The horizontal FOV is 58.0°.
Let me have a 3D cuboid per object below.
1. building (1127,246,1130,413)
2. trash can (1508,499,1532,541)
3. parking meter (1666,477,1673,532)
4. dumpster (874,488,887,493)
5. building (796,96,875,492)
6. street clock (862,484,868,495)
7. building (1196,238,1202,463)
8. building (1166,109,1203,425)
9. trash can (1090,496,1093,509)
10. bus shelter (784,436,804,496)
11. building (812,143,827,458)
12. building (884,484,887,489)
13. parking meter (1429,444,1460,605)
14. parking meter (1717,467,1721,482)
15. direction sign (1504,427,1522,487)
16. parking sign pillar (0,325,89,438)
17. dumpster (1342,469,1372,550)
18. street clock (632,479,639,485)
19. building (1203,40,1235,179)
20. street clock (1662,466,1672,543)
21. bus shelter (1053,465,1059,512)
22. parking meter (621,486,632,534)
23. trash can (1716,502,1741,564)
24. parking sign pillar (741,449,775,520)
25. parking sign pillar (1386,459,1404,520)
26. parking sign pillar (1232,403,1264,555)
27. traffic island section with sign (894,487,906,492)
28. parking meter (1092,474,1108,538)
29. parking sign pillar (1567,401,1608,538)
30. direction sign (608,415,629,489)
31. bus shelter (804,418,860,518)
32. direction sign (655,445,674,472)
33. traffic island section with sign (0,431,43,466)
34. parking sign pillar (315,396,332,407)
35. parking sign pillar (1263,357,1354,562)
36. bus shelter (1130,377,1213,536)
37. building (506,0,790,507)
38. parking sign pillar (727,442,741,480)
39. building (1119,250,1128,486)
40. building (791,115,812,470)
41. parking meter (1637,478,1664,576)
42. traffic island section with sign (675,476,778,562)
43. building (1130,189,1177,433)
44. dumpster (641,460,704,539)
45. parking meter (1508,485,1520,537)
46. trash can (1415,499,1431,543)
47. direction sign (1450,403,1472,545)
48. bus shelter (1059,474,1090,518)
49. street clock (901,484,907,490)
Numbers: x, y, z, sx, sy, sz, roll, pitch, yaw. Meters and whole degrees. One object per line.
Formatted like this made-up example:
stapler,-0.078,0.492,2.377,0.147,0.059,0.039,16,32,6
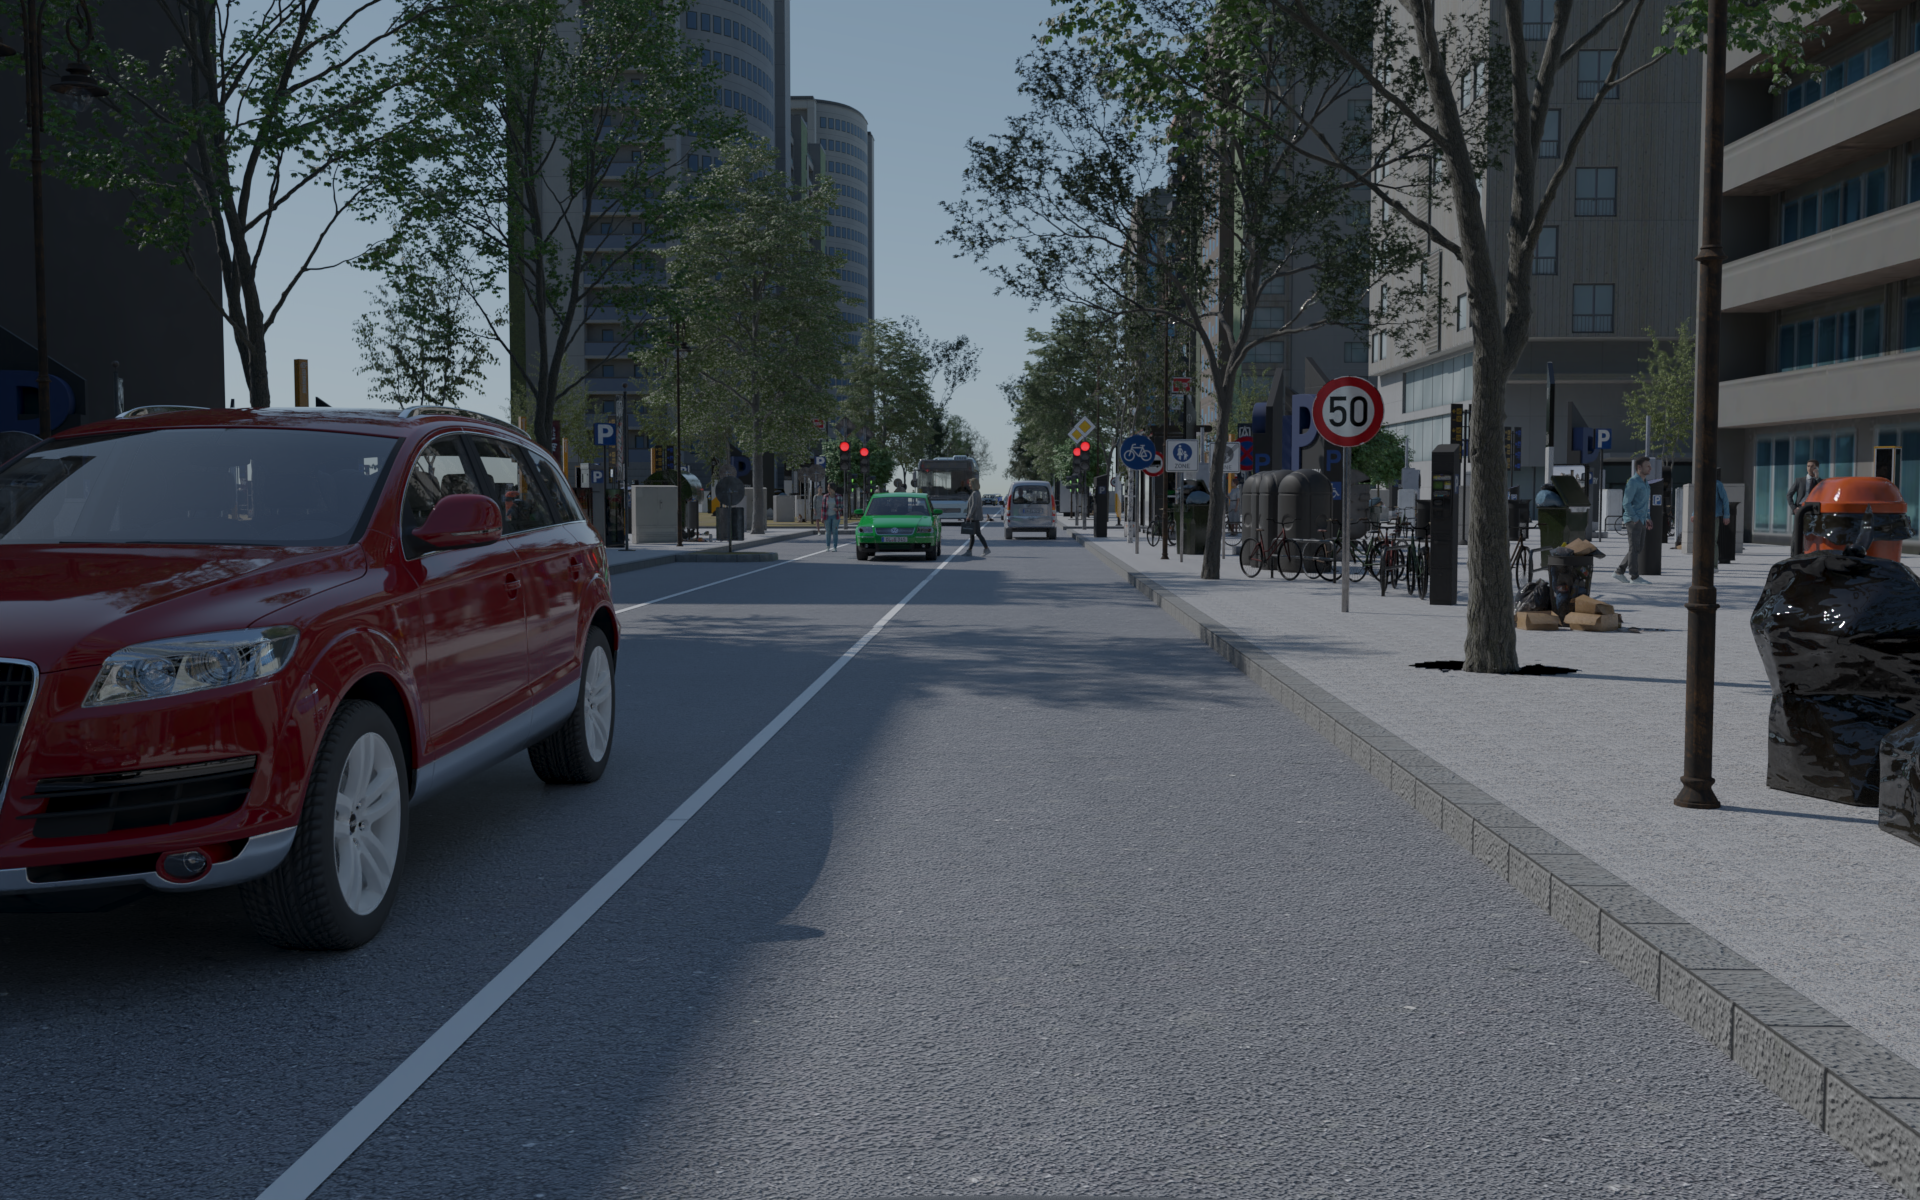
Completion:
building,32.759,-35.699,267.271,14.154,41.232,14.086,0,4,2
trash can,15.228,-2.180,47.303,0.748,1.137,0.748,0,3,0
parking meter,24.109,-3.260,59.014,0.255,1.863,0.399,2,4,28
dumpster,-6.615,-8.305,141.538,1.264,1.857,1.865,0,4,2
building,-24.289,-43.726,256.920,21.231,58.520,28.212,0,4,2
street clock,-5.090,-5.398,92.827,0.471,2.002,0.358,-1,4,-21
building,30.013,-24.359,169.974,14.160,30.474,14.107,0,4,2
building,34.227,-32.818,191.191,22.147,44.769,28.867,0,4,2
trash can,10.427,-7.595,135.826,0.748,1.137,0.748,0,3,0
bus shelter,-8.948,-7.635,102.457,2.179,5.291,8.768,0,4,2
building,-22.915,-31.370,196.492,14.154,41.232,14.086,0,4,2
building,-28.485,-36.196,283.685,32.217,40.220,23.993,0,4,2
parking meter,5.612,-0.878,20.061,0.255,1.863,0.399,2,4,27
parking meter,16.448,-1.976,38.024,0.399,1.863,0.255,-1,4,-10
direction sign,18.592,-4.058,58.353,0.876,3.537,0.379,-2,4,-34
parking sign pillar,-14.553,-2.384,27.452,1.447,3.967,1.447,-1,4,-11
dumpster,8.767,-2.096,40.025,1.264,1.857,1.865,0,4,2
street clock,-15.712,-4.849,83.843,0.358,2.002,0.471,-2,4,-27
building,29.370,-30.903,155.368,14.600,45.320,14.200,0,4,2
street clock,18.309,-2.474,45.025,0.358,2.002,0.471,1,4,11
bus shelter,7.820,-9.228,128.505,2.179,5.291,8.768,0,4,2
parking meter,-10.740,-2.901,55.834,0.372,1.533,0.369,0,3,0
trash can,14.005,-1.244,31.993,0.748,1.137,0.748,0,3,0
parking sign pillar,-9.639,-5.918,85.231,1.447,3.967,1.447,2,4,24
parking sign pillar,21.580,-5.925,85.339,1.447,3.967,1.447,-2,4,-35
parking sign pillar,6.485,-2.939,36.521,1.447,3.967,1.447,1,4,19
traffic island section with sign,-3.150,-5.159,92.971,1.989,1.847,2.006,0,4,2
parking meter,4.141,-2.783,51.210,0.399,1.863,0.255,-1,4,-16
parking sign pillar,18.287,-3.812,50.806,1.447,3.967,1.447,-3,5,-44
direction sign,-9.813,-3.535,49.800,0.876,3.537,0.379,3,5,40
bus shelter,-6.709,-7.141,94.391,2.179,5.291,8.768,0,4,2
direction sign,-13.743,-5.419,80.593,0.876,3.537,0.379,-1,4,-20
traffic island section with sign,-5.878,-0.096,10.201,1.989,1.847,2.006,0,4,2
parking sign pillar,-17.148,-3.628,47.787,1.447,3.967,1.447,0,4,5
parking sign pillar,6.903,-2.753,33.480,1.447,3.967,1.447,-1,4,-17
bus shelter,6.770,-4.844,56.829,2.179,5.291,8.768,0,4,2
building,-27.824,-37.772,159.566,21.231,58.520,28.212,0,4,2
parking sign pillar,-11.391,-6.199,89.825,1.447,3.967,1.447,-3,5,-40
building,37.989,-38.800,289.001,22.147,44.769,28.867,0,4,2
building,-23.775,-30.479,181.927,14.154,41.232,14.086,0,4,2
parking meter,10.913,-1.162,27.402,0.372,1.533,0.369,0,3,0
traffic island section with sign,-4.975,-1.756,37.344,1.989,1.847,2.006,0,4,2
building,32.161,-36.867,252.885,14.600,45.320,14.200,0,4,2
dumpster,-8.266,-2.890,49.743,1.502,2.255,1.985,0,4,2
parking meter,15.413,-2.440,48.312,0.372,1.533,0.369,0,3,0
trash can,12.439,-2.098,45.956,0.748,1.137,0.748,0,3,0
direction sign,12.671,-3.149,43.486,0.876,3.537,0.379,-1,4,-19
bus shelter,6.290,-6.208,95.426,2.014,3.302,5.546,0,4,2
street clock,-3.834,-6.978,118.667,0.358,2.002,0.471,2,4,29
